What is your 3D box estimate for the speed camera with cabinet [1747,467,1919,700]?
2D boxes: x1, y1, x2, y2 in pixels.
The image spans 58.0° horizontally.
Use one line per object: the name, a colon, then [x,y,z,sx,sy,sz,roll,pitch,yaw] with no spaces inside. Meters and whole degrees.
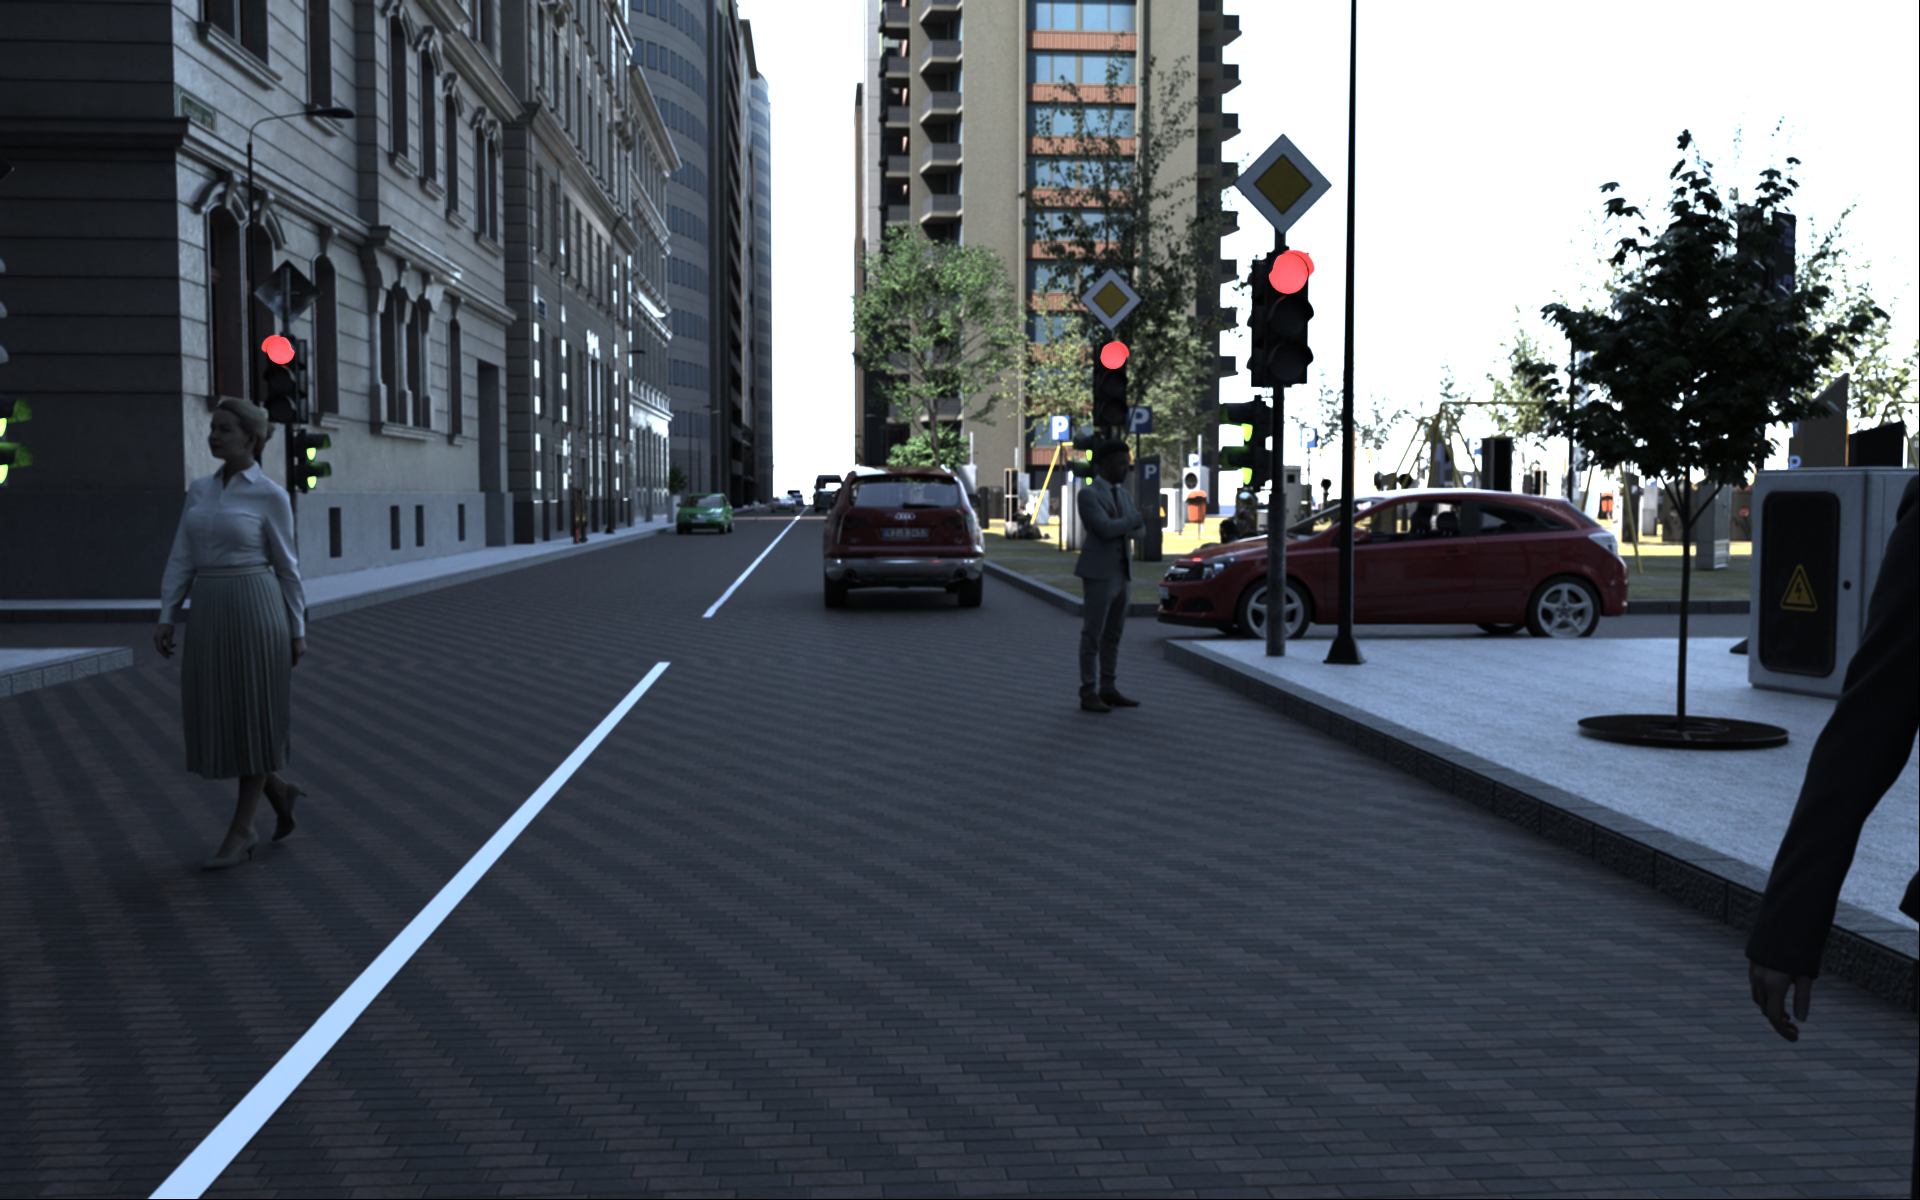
speed camera with cabinet: [5.778,-0.991,10.534,0.660,3.252,2.038,-1,4,-17]

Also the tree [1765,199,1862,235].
tree: [20.564,-5.637,42.524,4.737,8.622,4.395,0,3,0]

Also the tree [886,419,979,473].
tree: [-0.897,-5.595,75.191,4.285,4.588,4.351,0,3,0]

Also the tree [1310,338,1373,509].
tree: [17.041,-8.043,81.861,4.360,8.622,3.978,0,3,0]

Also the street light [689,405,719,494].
street light: [-13.587,-7.231,90.772,1.470,5.913,1.316,0,4,-5]

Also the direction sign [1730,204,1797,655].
direction sign: [6.418,-1.338,13.869,0.876,3.537,0.379,-3,4,-38]

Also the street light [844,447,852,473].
street light: [-10.603,-12.249,172.805,1.470,5.913,1.316,0,4,-5]

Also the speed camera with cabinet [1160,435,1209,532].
speed camera with cabinet: [7.387,-3.909,58.240,0.660,3.252,2.038,-3,5,-45]

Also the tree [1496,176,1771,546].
tree: [15.901,-5.555,41.188,4.737,8.622,4.395,0,3,0]

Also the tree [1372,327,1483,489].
tree: [21.266,-7.732,76.780,4.360,8.622,3.978,0,3,0]

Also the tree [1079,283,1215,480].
tree: [10.160,-10.731,93.581,7.486,12.596,7.792,0,3,0]

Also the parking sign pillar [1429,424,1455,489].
parking sign pillar: [18.584,-4.787,66.735,1.447,3.967,1.447,3,5,44]

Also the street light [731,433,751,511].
street light: [-16.909,-9.766,132.217,1.470,5.913,1.316,0,4,-5]

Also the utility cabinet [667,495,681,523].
utility cabinet: [-12.689,-4.013,76.770,0.306,1.237,1.020,1,4,10]

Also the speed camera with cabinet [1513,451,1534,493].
speed camera with cabinet: [26.008,-5.212,79.547,2.038,3.252,0.660,-3,5,-42]

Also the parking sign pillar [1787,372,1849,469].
parking sign pillar: [18.900,-3.042,38.205,1.447,3.967,1.447,-1,4,-21]

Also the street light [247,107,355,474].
street light: [-7.959,-2.958,20.910,1.470,5.913,1.316,0,4,-5]

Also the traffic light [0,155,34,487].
traffic light: [-7.387,-1.463,12.837,0.839,4.253,0.868,0,4,-5]

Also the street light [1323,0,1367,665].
street light: [2.391,-2.473,12.973,1.470,5.913,1.316,0,4,-5]

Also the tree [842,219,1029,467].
tree: [-0.968,-8.607,66.473,9.928,11.665,9.643,0,3,0]

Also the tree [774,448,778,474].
tree: [-28.508,-18.640,255.121,4.360,8.622,3.978,0,3,0]

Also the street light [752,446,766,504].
street light: [-19.849,-11.941,167.770,1.470,5.913,1.316,0,4,-5]

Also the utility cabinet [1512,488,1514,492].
utility cabinet: [20.781,-3.570,67.054,1.173,1.500,0.318,0,4,7]

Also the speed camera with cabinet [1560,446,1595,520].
speed camera with cabinet: [25.614,-4.740,71.842,2.038,3.252,0.660,-3,5,-45]

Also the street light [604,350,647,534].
street light: [-10.784,-5.095,55.840,1.470,5.913,1.316,0,4,-5]

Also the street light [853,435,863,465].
street light: [-7.606,-10.071,137.209,1.470,5.913,1.316,0,4,-5]

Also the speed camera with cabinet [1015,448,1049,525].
speed camera with cabinet: [2.954,-4.833,73.352,0.660,3.252,2.038,-2,4,-34]

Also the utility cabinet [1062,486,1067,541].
utility cabinet: [3.308,-2.301,46.295,1.173,1.500,0.318,1,4,15]

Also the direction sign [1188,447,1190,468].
direction sign: [10.966,-5.572,83.104,0.379,3.537,0.876,0,4,3]

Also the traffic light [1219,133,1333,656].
traffic light: [2.490,-1.513,13.652,0.839,4.253,0.868,0,4,-5]

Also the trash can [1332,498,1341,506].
trash can: [12.917,-2.863,58.467,0.748,1.137,0.748,0,3,0]

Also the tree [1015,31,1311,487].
tree: [2.793,-4.794,28.739,4.360,8.622,3.978,0,3,0]

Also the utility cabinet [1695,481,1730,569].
utility cabinet: [12.846,-1.274,29.509,0.318,1.500,1.173,2,4,35]

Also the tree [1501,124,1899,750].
tree: [3.842,-0.894,9.223,1.663,3.219,1.824,0,3,0]

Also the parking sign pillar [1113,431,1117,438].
parking sign pillar: [6.141,-5.204,73.553,1.447,3.967,1.447,-3,4,-37]

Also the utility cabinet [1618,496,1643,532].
utility cabinet: [22.957,-2.927,59.024,1.020,1.237,0.306,-1,4,-14]

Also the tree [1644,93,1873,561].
tree: [14.876,-5.050,32.931,4.360,8.622,3.978,0,3,0]

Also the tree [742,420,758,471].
tree: [-22.069,-13.481,170.775,4.360,8.622,3.978,0,3,0]

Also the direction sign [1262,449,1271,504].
direction sign: [15.298,-5.832,87.353,0.379,3.537,0.876,-3,5,-45]

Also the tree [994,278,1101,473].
tree: [3.516,-6.587,58.056,4.737,8.622,4.395,0,3,0]

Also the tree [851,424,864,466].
tree: [-9.335,-14.059,180.231,4.360,8.622,3.978,0,3,0]

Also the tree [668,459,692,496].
tree: [-15.549,-6.141,95.007,1.663,3.219,1.824,0,3,0]

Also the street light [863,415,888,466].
street light: [-4.801,-7.904,101.768,1.470,5.913,1.316,0,4,-5]

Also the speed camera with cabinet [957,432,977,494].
speed camera with cabinet: [0.124,-3.770,55.975,0.660,3.252,2.038,0,4,-6]

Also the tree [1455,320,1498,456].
tree: [20.833,-6.881,62.865,4.737,8.622,4.395,0,3,0]
